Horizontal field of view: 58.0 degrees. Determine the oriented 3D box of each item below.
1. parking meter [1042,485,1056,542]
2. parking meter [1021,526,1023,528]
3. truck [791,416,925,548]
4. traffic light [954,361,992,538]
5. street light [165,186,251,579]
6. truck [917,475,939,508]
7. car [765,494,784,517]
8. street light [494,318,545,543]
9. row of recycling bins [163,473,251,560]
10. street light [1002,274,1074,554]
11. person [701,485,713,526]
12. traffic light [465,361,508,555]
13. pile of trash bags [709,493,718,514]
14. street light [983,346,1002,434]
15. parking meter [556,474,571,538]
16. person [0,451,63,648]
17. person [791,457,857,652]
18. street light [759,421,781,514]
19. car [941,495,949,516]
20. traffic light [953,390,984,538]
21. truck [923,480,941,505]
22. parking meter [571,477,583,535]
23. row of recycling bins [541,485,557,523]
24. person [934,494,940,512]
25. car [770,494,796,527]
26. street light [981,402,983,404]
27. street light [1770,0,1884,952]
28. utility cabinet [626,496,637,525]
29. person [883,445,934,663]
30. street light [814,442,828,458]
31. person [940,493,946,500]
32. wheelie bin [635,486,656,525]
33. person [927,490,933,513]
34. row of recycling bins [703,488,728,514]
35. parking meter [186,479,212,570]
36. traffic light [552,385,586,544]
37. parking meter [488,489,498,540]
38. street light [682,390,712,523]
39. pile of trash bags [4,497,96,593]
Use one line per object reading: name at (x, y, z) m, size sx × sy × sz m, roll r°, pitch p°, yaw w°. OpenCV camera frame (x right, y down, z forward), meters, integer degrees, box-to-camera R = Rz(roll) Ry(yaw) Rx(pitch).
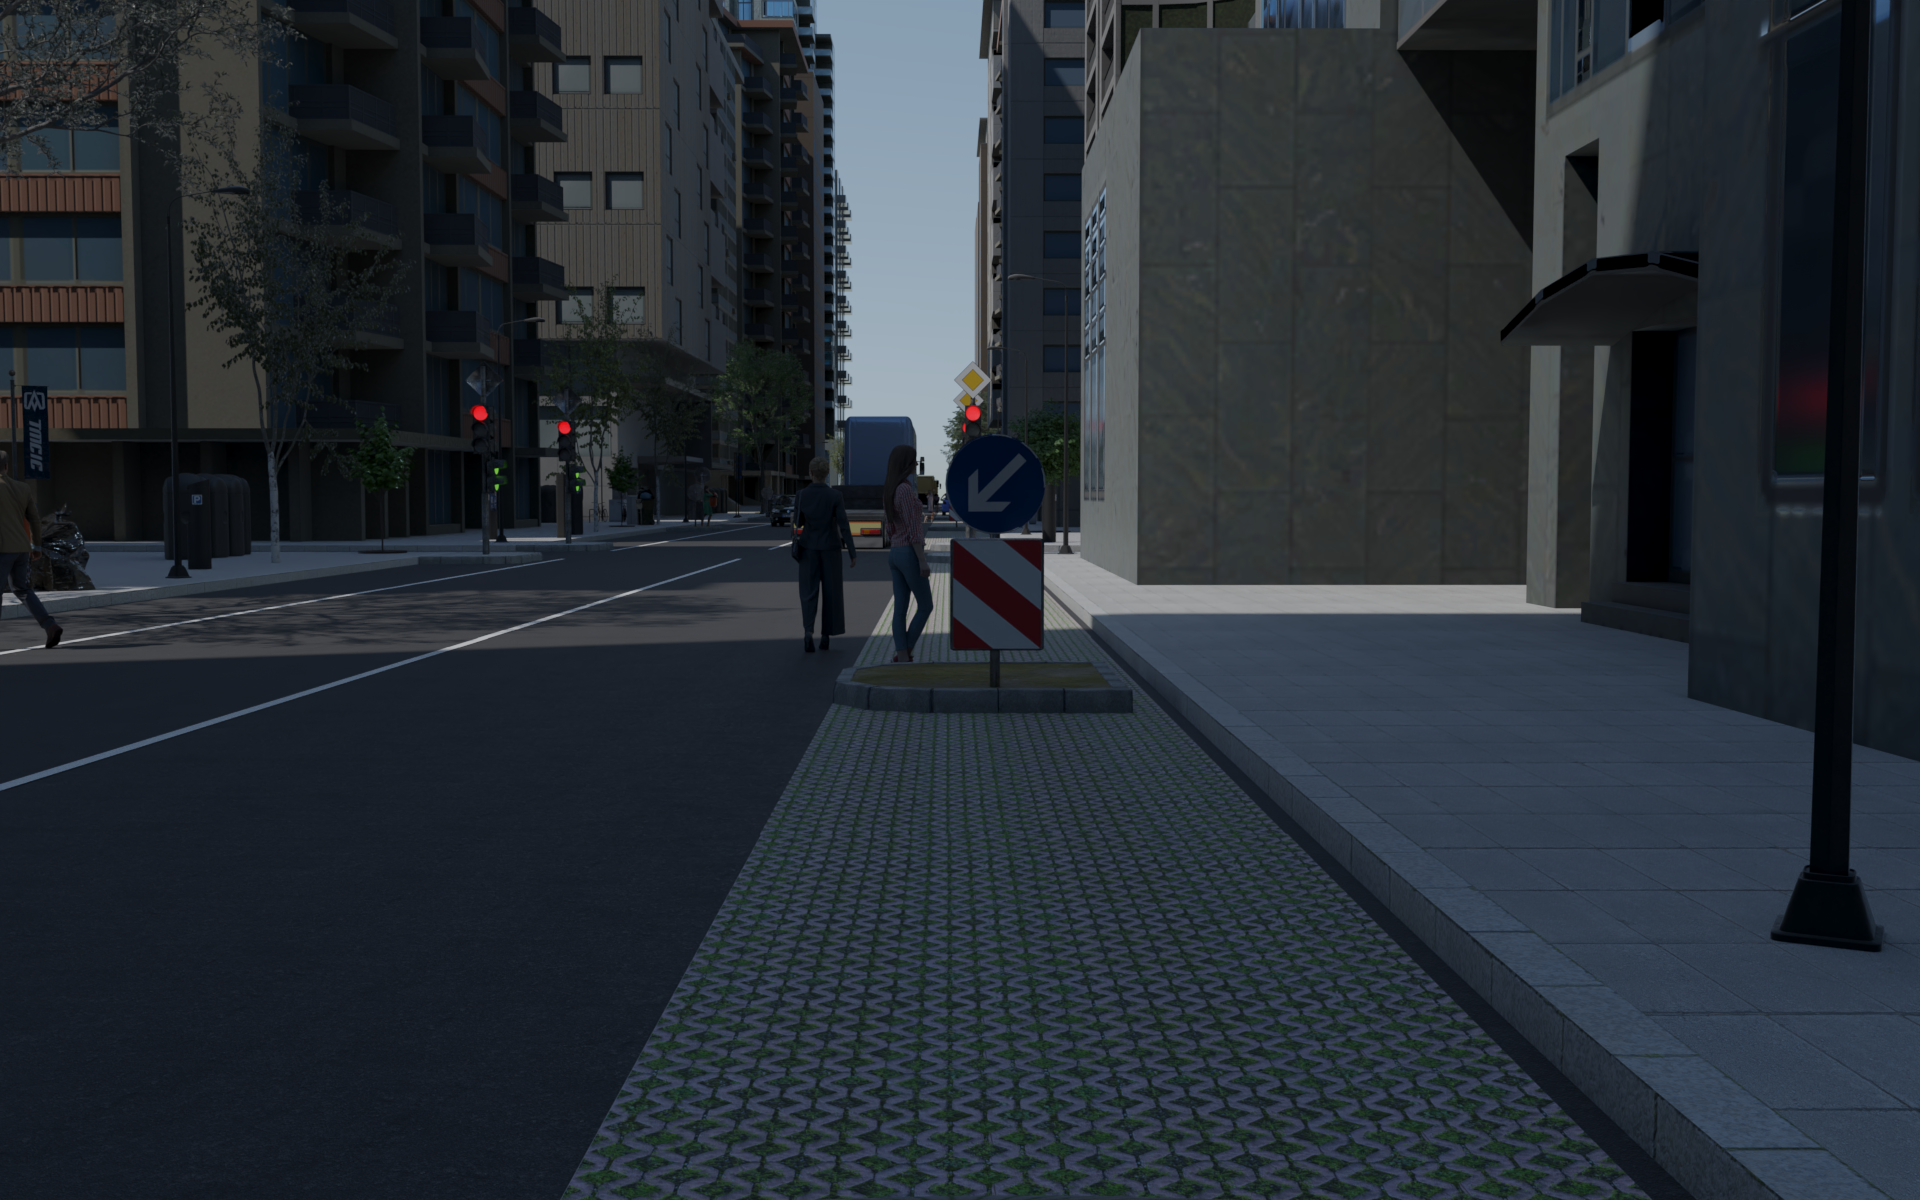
parking meter at (2.377, -2.310, 46.173) m, size 0.372 × 1.533 × 0.369 m, roll 0°, pitch 3°, yaw 0°
parking meter at (2.200, -3.696, 66.147) m, size 0.255 × 1.863 × 0.399 m, roll 3°, pitch 5°, yaw 44°
truck at (-2.947, -3.929, 53.998) m, size 2.967 × 4.110 × 18.799 m, roll 0°, pitch 4°, yaw 1°
traffic light at (0.255, -2.927, 36.783) m, size 0.839 × 4.253 × 0.868 m, roll 0°, pitch 4°, yaw 0°
street light at (-11.397, -3.286, 26.272) m, size 1.470 × 5.913 × 1.316 m, roll 0°, pitch 4°, yaw 0°
truck at (-3.911, -11.168, 178.520) m, size 3.469 × 3.379 × 9.791 m, roll 0°, pitch 4°, yaw 0°
car at (-10.272, -5.416, 100.553) m, size 2.014 × 1.417 × 4.499 m, roll 0°, pitch 4°, yaw -1°
street light at (-11.611, -4.476, 45.728) m, size 1.470 × 5.913 × 1.316 m, roll 0°, pitch 4°, yaw 0°
row of recycling bins at (-15.283, -1.726, 35.336) m, size 1.069 × 1.692 × 3.534 m, roll 0°, pitch 4°, yaw -6°
street light at (1.716, -3.929, 36.780) m, size 1.470 × 5.913 × 1.316 m, roll 0°, pitch 4°, yaw 0°
person at (-10.519, -3.854, 71.761) m, size 0.529 × 1.795 × 0.600 m, roll -1°, pitch 4°, yaw -16°
traffic light at (-10.056, -2.922, 36.699) m, size 0.839 × 4.253 × 0.868 m, roll 0°, pitch 4°, yaw 0°
pile of trash bags at (-17.199, -6.215, 111.363) m, size 3.447 × 1.369 × 1.912 m, roll 1°, pitch 4°, yaw 13°
street light at (1.547, -5.012, 54.485) m, size 1.470 × 5.913 × 1.316 m, roll 0°, pitch 4°, yaw 0°
parking meter at (-11.628, -2.746, 50.604) m, size 0.255 × 1.863 × 0.399 m, roll 0°, pitch 4°, yaw -1°
person at (-8.735, -0.462, 15.965) m, size 0.836 × 1.842 × 0.656 m, roll -1°, pitch 4°, yaw -14°
person at (-1.254, -0.422, 15.822) m, size 0.576 × 1.772 × 0.534 m, roll -1°, pitch 4°, yaw -15°
street light at (-12.077, -8.412, 110.078) m, size 1.470 × 5.913 × 1.316 m, roll 0°, pitch 4°, yaw 0°
car at (-0.343, -6.486, 115.630) m, size 1.945 × 1.707 × 3.694 m, roll 0°, pitch 4°, yaw 1°
traffic light at (0.202, -3.416, 44.768) m, size 0.839 × 4.253 × 0.868 m, roll 0°, pitch 4°, yaw 0°
truck at (-4.293, -14.700, 236.270) m, size 3.469 × 3.379 × 9.791 m, roll 0°, pitch 4°, yaw 0°
parking meter at (-12.060, -2.981, 54.453) m, size 0.255 × 1.863 × 0.399 m, roll 2°, pitch 4°, yaw 32°
row of recycling bins at (-18.163, -4.354, 78.297) m, size 1.069 × 1.692 × 3.534 m, roll 1°, pitch 4°, yaw 9°
person at (-1.827, -7.774, 138.837) m, size 0.421 × 1.427 × 0.697 m, roll -1°, pitch 4°, yaw -12°
car at (-7.453, -4.152, 77.669) m, size 2.009 × 1.686 × 4.222 m, roll 0°, pitch 4°, yaw 2°
street light at (1.384, -7.009, 87.131) m, size 1.470 × 5.913 × 1.316 m, roll 0°, pitch 4°, yaw 0°
street light at (1.977, -1.976, 4.850) m, size 1.470 × 5.913 × 1.316 m, roll 0°, pitch 4°, yaw 0°
utility cabinet at (-13.592, -3.782, 73.004) m, size 0.306 × 1.237 × 1.020 m, roll 2°, pitch 4°, yaw 33°
person at (-0.404, -0.322, 13.773) m, size 0.388 × 1.821 × 0.555 m, roll -3°, pitch 4°, yaw -36°
street light at (-12.371, -11.083, 153.742) m, size 1.470 × 5.913 × 1.316 m, roll 0°, pitch 4°, yaw 0°
person at (-1.017, -8.125, 141.299) m, size 1.348 × 1.831 × 0.705 m, roll 1°, pitch 4°, yaw 20°
wheelie bin at (-12.994, -3.889, 71.496) m, size 0.693 × 1.594 × 0.980 m, roll -3°, pitch 4°, yaw -39°
person at (-2.286, -7.507, 131.900) m, size 0.551 × 1.740 × 0.621 m, roll 1°, pitch 4°, yaw 19°
row of recycling bins at (-16.188, -6.582, 114.734) m, size 1.069 × 1.692 × 3.534 m, roll 1°, pitch 4°, yaw 10°
parking meter at (-12.976, -1.291, 29.523) m, size 0.372 × 1.533 × 0.369 m, roll 0°, pitch 3°, yaw 0°
traffic light at (-10.109, -3.411, 44.684) m, size 0.839 × 4.253 × 0.868 m, roll 0°, pitch 4°, yaw 0°
parking meter at (-13.188, -2.460, 48.631) m, size 0.372 × 1.533 × 0.369 m, roll 0°, pitch 3°, yaw 0°
street light at (-11.777, -6.429, 77.658) m, size 1.470 × 5.913 × 1.316 m, roll 0°, pitch 4°, yaw 0°
pile of trash bags at (-13.020, -0.863, 23.859) m, size 1.912 × 1.369 × 3.447 m, roll -2°, pitch 4°, yaw -28°
